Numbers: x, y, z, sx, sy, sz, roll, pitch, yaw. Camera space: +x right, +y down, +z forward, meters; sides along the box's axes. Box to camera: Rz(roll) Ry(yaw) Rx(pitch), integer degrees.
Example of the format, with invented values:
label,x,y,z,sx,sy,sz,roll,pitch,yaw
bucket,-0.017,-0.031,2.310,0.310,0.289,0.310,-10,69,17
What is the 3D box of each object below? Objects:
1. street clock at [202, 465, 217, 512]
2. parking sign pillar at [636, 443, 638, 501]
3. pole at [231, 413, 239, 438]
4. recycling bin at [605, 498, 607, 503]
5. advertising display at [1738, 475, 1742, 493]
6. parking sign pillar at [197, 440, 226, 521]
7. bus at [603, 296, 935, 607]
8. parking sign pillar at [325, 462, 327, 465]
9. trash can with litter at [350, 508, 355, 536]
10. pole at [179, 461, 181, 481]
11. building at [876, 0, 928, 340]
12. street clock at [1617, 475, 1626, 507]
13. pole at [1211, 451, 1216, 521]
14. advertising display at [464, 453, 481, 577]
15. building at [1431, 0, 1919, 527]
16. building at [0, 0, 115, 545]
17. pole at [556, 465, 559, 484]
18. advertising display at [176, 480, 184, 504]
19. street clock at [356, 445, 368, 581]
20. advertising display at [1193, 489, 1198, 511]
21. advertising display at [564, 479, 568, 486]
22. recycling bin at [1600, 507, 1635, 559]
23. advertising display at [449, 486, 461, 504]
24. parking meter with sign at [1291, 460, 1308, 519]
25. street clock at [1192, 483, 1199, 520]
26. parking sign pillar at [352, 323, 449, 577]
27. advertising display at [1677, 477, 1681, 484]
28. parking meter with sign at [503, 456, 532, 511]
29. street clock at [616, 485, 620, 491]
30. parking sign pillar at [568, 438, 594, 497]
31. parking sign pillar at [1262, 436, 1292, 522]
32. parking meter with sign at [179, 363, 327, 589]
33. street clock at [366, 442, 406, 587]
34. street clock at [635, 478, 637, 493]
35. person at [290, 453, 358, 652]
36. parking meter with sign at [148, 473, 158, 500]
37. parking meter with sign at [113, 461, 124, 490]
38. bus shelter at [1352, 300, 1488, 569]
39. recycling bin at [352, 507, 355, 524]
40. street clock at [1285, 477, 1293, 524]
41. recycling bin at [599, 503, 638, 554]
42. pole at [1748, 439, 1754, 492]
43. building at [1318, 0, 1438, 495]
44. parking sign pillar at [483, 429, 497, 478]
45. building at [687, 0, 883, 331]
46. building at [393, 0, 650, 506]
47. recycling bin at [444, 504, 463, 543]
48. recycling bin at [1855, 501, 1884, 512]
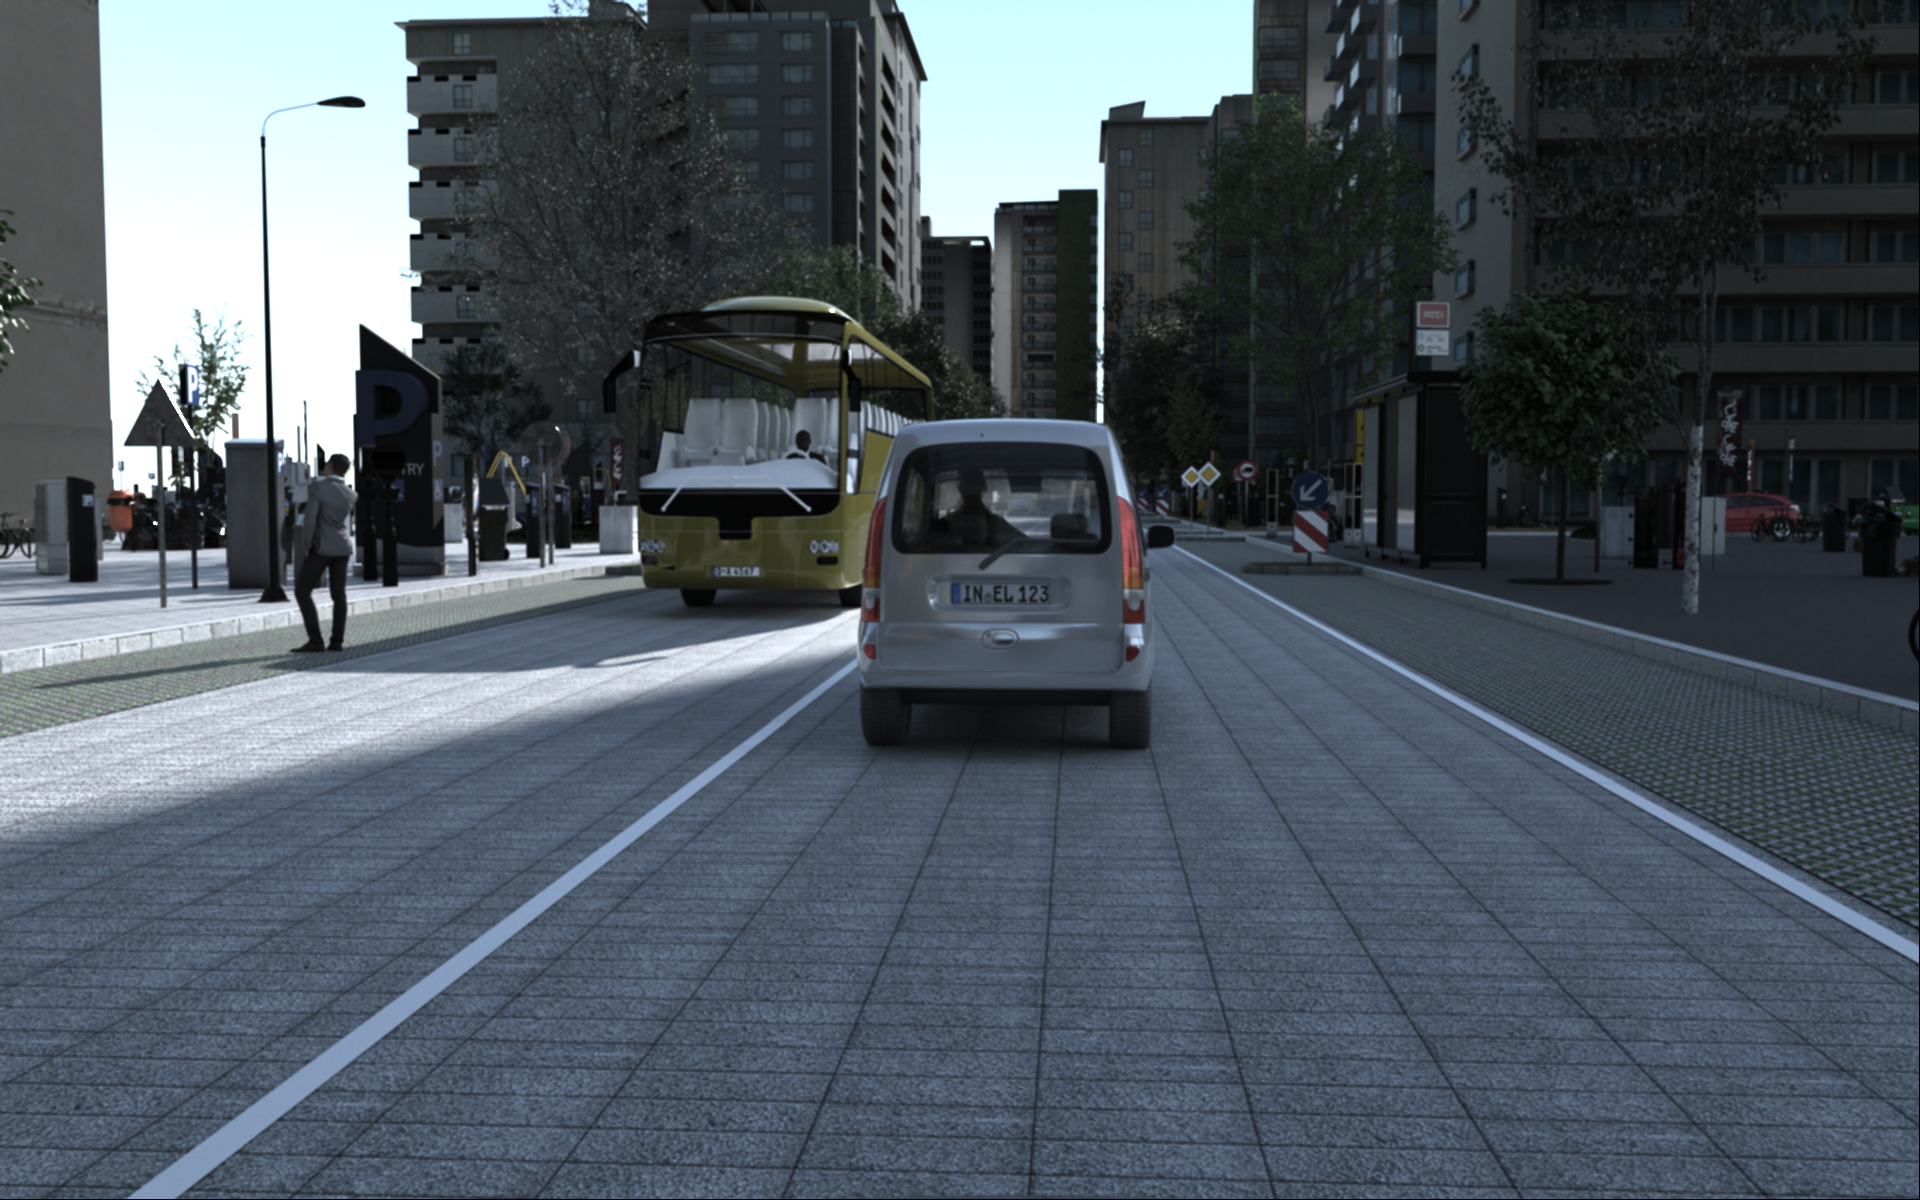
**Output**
label,x,y,z,sx,sy,sz,roll,pitch,yaw
street clock,-18.913,-2.391,43.670,0.358,2.002,0.471,-3,4,-38
parking sign pillar,-11.270,-4.553,62.914,1.447,3.967,1.447,-3,4,-36
pole,-18.203,-3.042,43.580,0.158,3.312,0.155,0,3,0
recycling bin,-23.106,-6.020,110.975,0.722,1.027,0.722,2,4,31
advertising display,26.853,-3.329,59.651,0.123,1.923,0.974,2,4,25
parking sign pillar,-36.142,-5.822,83.667,1.447,3.967,1.447,2,4,24
bus,-2.123,-2.065,25.305,2.896,3.916,12.252,0,4,4
parking sign pillar,-48.579,-8.884,133.732,1.447,3.967,1.447,-1,4,-18
trash can with litter,-18.592,-2.536,52.849,0.624,1.170,1.055,3,5,44
pole,-48.716,-7.002,108.319,0.158,3.312,0.155,0,3,0
building,-18.427,-36.830,191.409,27.495,52.752,28.713,0,4,4
street clock,25.194,-3.756,65.982,0.358,2.002,0.471,1,4,10
pole,11.881,-5.344,81.222,0.158,3.312,0.155,0,3,0
advertising display,-7.687,-1.353,27.334,0.123,1.923,0.974,-1,4,-9
building,32.621,-27.685,76.348,21.600,48.544,21.300,0,4,4
building,-34.994,-25.302,37.387,21.600,48.544,21.300,0,4,4
pole,-26.512,-7.361,114.189,0.158,3.312,0.155,0,3,0
advertising display,-37.086,-4.718,82.349,0.123,1.923,0.974,-1,4,-10
street clock,-8.738,-1.287,25.615,0.358,2.002,0.471,-2,4,-24
advertising display,15.946,-6.724,115.156,0.974,1.923,0.123,0,4,-7
advertising display,-16.855,-4.217,74.164,0.123,1.923,0.974,-1,4,-14
recycling bin,13.188,-1.353,34.678,0.722,1.027,0.722,1,4,9
advertising display,-40.191,-8.113,137.855,0.974,1.923,0.123,0,4,-3
parking meter with sign,17.627,-5.720,89.779,0.543,3.016,1.738,-1,4,-13
street clock,11.531,-4.911,84.870,0.358,2.002,0.471,1,4,15
parking sign pillar,-8.828,-2.370,27.227,1.447,3.967,1.447,0,4,8
advertising display,26.762,-3.628,64.537,0.123,1.923,0.974,2,4,24
parking meter with sign,-20.181,-5.101,79.663,0.543,3.016,1.738,2,4,26
street clock,-24.653,-7.318,124.223,0.358,2.002,0.471,2,4,29
parking sign pillar,-18.488,-5.871,84.458,1.447,3.967,1.447,2,4,31
parking sign pillar,14.721,-5.626,80.463,1.447,3.967,1.447,1,4,9
parking meter with sign,-9.555,-1.666,23.499,1.738,3.016,0.543,0,4,-7
street clock,-7.928,-1.191,24.046,0.471,2.002,0.358,-2,4,-24
street clock,-13.301,-4.132,72.133,0.471,2.002,0.358,0,4,-1
person,-5.761,-0.429,15.697,0.592,1.802,0.473,-3,5,-44
parking meter with sign,-65.307,-8.832,140.671,0.543,3.016,1.738,0,4,-5
parking meter with sign,-44.099,-5.697,89.400,0.543,3.016,1.738,3,4,37
bus shelter,8.944,-3.425,33.634,2.179,5.291,8.768,0,4,4
recycling bin,-26.204,-3.795,74.602,0.722,1.027,0.722,2,4,28
street clock,14.101,-4.277,74.503,0.471,2.002,0.358,3,4,38
recycling bin,-7.372,-1.520,37.403,0.722,1.027,0.722,0,4,-1
pole,29.335,-4.308,64.283,0.158,3.312,0.155,0,3,0
building,37.134,-30.509,118.436,23.786,49.044,30.456,0,4,4
parking sign pillar,-19.390,-5.081,71.552,1.447,3.967,1.447,-1,4,-18
building,-14.168,-28.188,144.470,14.154,41.232,14.086,0,4,4
building,-45.850,-36.951,193.391,27.495,52.752,28.713,0,4,4
recycling bin,-13.572,-2.025,45.662,0.722,1.027,0.722,-2,4,-33
recycling bin,33.062,-3.085,62.987,0.722,1.027,0.722,-2,4,-33
